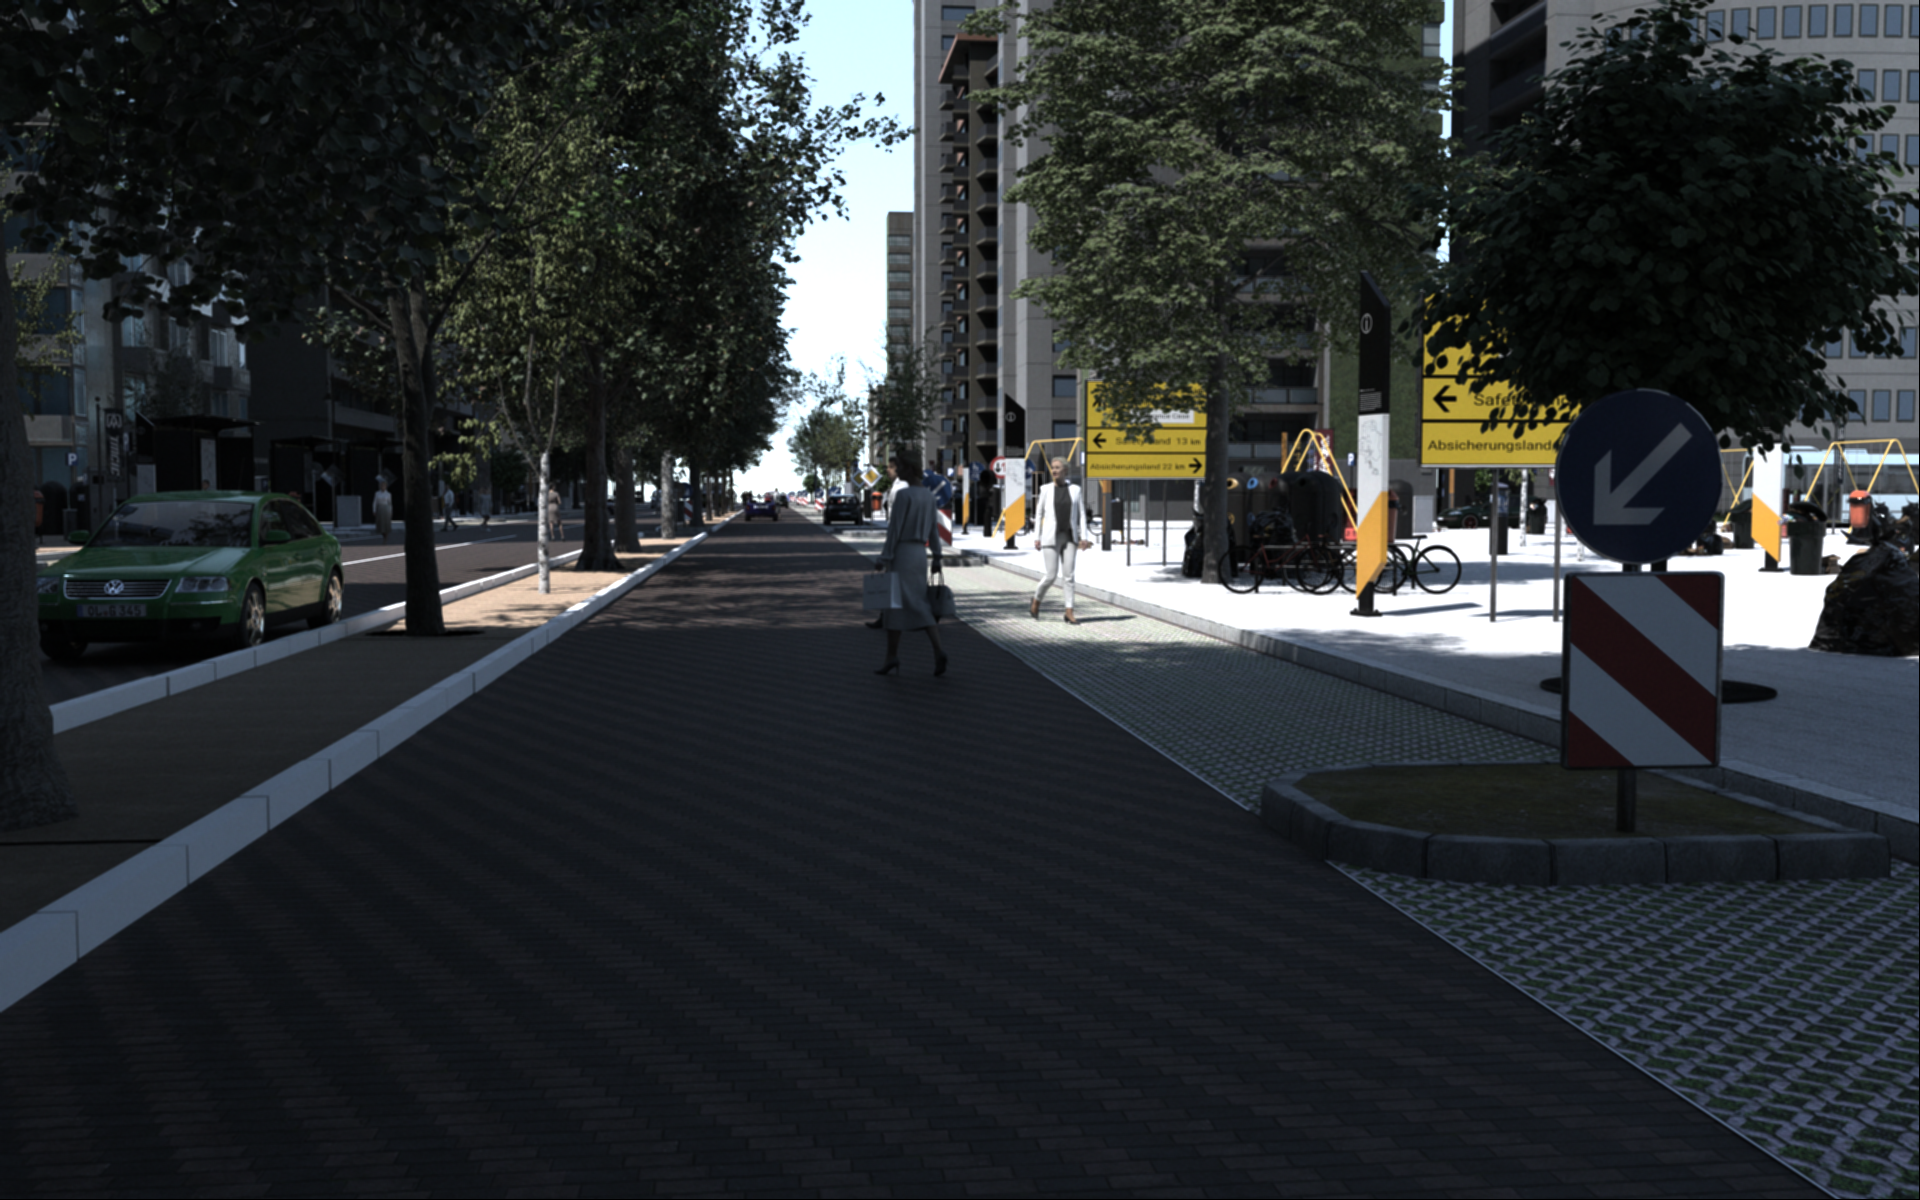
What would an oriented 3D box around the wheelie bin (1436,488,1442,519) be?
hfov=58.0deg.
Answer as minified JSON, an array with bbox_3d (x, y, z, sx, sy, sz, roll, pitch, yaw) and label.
[{"bbox_3d":[23.719,-4.762,85.774,0.980,1.594,0.693,-3,5,-45],"label":"wheelie bin"}]

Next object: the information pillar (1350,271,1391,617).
[{"bbox_3d":[4.305,-1.634,18.070,0.183,3.616,0.504,-1,4,-18],"label":"information pillar"}]

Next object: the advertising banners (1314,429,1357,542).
[{"bbox_3d":[10.479,-3.058,46.194,2.074,3.025,0.090,1,4,17],"label":"advertising banners"}]

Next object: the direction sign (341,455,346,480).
[{"bbox_3d":[-35.100,-6.562,99.290,0.876,3.537,0.379,1,4,20],"label":"direction sign"}]

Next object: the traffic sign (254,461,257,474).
[{"bbox_3d":[-23.621,-3.494,57.240,0.768,2.556,0.104,0,4,2],"label":"traffic sign"}]

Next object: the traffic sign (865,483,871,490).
[{"bbox_3d":[-5.292,-6.231,101.976,0.768,2.556,0.104,0,4,-3],"label":"traffic sign"}]

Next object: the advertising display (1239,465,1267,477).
[{"bbox_3d":[6.588,-2.067,39.005,0.123,1.923,0.974,3,5,43],"label":"advertising display"}]

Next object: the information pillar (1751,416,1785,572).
[{"bbox_3d":[13.327,-2.273,28.518,0.183,3.616,0.504,-3,4,-38],"label":"information pillar"}]

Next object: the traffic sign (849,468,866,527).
[{"bbox_3d":[-3.906,-3.892,67.282,0.795,2.450,0.064,0,4,-6],"label":"traffic sign"}]

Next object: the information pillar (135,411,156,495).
[{"bbox_3d":[-22.879,-3.505,48.669,0.504,3.616,0.183,0,4,-2],"label":"information pillar"}]

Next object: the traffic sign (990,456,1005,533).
[{"bbox_3d":[1.372,-3.524,57.726,0.768,2.556,0.104,0,4,-3],"label":"traffic sign"}]

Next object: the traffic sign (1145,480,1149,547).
[{"bbox_3d":[4.526,-2.553,41.844,0.768,2.556,0.104,0,4,3],"label":"traffic sign"}]

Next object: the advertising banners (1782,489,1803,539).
[{"bbox_3d":[23.850,-3.291,49.991,0.090,3.025,2.074,0,4,3],"label":"advertising banners"}]

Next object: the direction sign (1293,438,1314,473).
[{"bbox_3d":[13.859,-4.766,69.925,0.876,3.537,0.379,2,4,32],"label":"direction sign"}]

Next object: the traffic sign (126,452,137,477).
[{"bbox_3d":[-24.526,-3.159,51.754,0.768,2.556,0.104,0,4,-1],"label":"traffic sign"}]

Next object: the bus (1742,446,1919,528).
[{"bbox_3d":[37.758,-4.483,68.150,13.247,3.499,2.948,0,4,-6],"label":"bus"}]

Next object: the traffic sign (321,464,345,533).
[{"bbox_3d":[-20.778,-3.290,57.431,0.795,2.450,0.064,0,4,-6],"label":"traffic sign"}]

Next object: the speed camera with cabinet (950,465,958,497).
[{"bbox_3d":[-0.450,-7.715,120.472,0.660,3.252,2.038,0,4,3],"label":"speed camera with cabinet"}]

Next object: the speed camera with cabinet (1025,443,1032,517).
[{"bbox_3d":[3.168,-4.477,67.528,2.038,3.252,0.660,-2,4,-27],"label":"speed camera with cabinet"}]

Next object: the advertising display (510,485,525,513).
[{"bbox_3d":[-30.161,-6.896,117.961,0.974,1.923,0.123,-1,4,-15],"label":"advertising display"}]

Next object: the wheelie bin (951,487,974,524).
[{"bbox_3d":[0.068,-3.990,73.140,0.693,1.594,0.980,1,4,12],"label":"wheelie bin"}]

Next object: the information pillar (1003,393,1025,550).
[{"bbox_3d":[1.258,-2.979,40.053,0.504,3.616,0.183,0,4,6],"label":"information pillar"}]

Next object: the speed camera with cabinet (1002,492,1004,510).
[{"bbox_3d":[3.307,-7.163,111.447,2.038,3.252,0.660,-3,5,-44],"label":"speed camera with cabinet"}]

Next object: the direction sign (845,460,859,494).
[{"bbox_3d":[-7.150,-7.502,114.649,0.876,3.537,0.379,0,4,0],"label":"direction sign"}]

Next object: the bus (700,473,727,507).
[{"bbox_3d":[-27.012,-12.125,189.797,2.896,3.916,12.252,0,4,-8],"label":"bus"}]

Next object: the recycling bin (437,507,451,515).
[{"bbox_3d":[-31.730,-5.748,106.535,0.722,1.027,0.722,-2,4,-29],"label":"recycling bin"}]

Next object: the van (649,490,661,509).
[{"bbox_3d":[-30.102,-10.176,173.392,2.013,2.044,4.112,-1,4,-8],"label":"van"}]

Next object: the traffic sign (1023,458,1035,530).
[{"bbox_3d":[2.265,-3.724,60.991,0.768,2.556,0.104,0,4,-2],"label":"traffic sign"}]

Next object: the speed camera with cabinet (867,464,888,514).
[{"bbox_3d":[-5.363,-7.256,112.979,0.660,3.252,2.038,-2,4,-28],"label":"speed camera with cabinet"}]

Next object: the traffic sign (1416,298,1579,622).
[{"bbox_3d":[5.665,-1.431,17.272,2.265,3.308,0.079,0,4,-2],"label":"traffic sign"}]

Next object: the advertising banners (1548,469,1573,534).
[{"bbox_3d":[19.616,-3.618,55.341,0.090,3.025,2.074,-3,4,-36],"label":"advertising banners"}]

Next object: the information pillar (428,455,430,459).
[{"bbox_3d":[-29.814,-6.473,97.193,0.183,3.616,0.504,-2,4,-26],"label":"information pillar"}]

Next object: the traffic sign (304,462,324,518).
[{"bbox_3d":[-25.703,-4.209,68.921,0.768,2.556,0.104,0,4,-1],"label":"traffic sign"}]

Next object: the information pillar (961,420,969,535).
[{"bbox_3d":[0.183,-3.876,54.725,0.183,3.616,0.504,-1,4,-13],"label":"information pillar"}]

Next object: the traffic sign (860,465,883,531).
[{"bbox_3d":[-3.037,-3.407,59.344,0.795,2.450,0.064,0,4,-6],"label":"traffic sign"}]

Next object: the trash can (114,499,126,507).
[{"bbox_3d":[-22.373,-2.143,46.695,0.748,1.137,0.748,0,3,0],"label":"trash can"}]

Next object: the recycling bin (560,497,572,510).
[{"bbox_3d":[-31.643,-7.740,139.096,0.722,1.027,0.722,-3,5,-45],"label":"recycling bin"}]

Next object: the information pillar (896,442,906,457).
[{"bbox_3d":[-2.621,-5.289,77.824,0.504,3.616,0.183,2,4,26],"label":"information pillar"}]

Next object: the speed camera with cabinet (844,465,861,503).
[{"bbox_3d":[-7.459,-7.610,118.759,0.660,3.252,2.038,0,4,5],"label":"speed camera with cabinet"}]

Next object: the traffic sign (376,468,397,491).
[{"bbox_3d":[-21.647,-3.775,65.369,0.795,2.450,0.064,0,4,-6],"label":"traffic sign"}]

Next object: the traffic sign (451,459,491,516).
[{"bbox_3d":[-28.519,-6.550,100.971,2.265,3.308,0.079,0,4,-4],"label":"traffic sign"}]

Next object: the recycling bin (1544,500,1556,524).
[{"bbox_3d":[25.203,-3.751,73.890,0.722,1.027,0.722,1,4,9],"label":"recycling bin"}]

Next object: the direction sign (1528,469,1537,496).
[{"bbox_3d":[24.068,-4.954,72.996,0.876,3.537,0.379,-3,5,-43],"label":"direction sign"}]

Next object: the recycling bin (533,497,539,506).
[{"bbox_3d":[-33.420,-7.637,137.425,0.722,1.027,0.722,-3,5,-42],"label":"recycling bin"}]

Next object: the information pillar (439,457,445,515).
[{"bbox_3d":[-31.273,-6.919,104.484,0.504,3.616,0.183,3,5,41],"label":"information pillar"}]

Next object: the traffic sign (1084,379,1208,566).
[{"bbox_3d":[3.317,-2.251,30.670,2.265,3.308,0.079,0,4,-4],"label":"traffic sign"}]

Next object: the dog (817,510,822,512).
[{"bbox_3d":[-11.173,-7.334,136.744,0.800,0.831,0.513,-2,4,-30],"label":"dog"}]

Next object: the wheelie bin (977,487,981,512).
[{"bbox_3d":[0.521,-4.171,76.106,0.980,1.594,0.693,3,5,39],"label":"wheelie bin"}]

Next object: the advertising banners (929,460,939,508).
[{"bbox_3d":[-1.064,-5.788,90.824,0.090,3.025,2.074,2,4,33],"label":"advertising banners"}]

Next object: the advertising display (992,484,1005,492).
[{"bbox_3d":[2.602,-6.588,112.923,0.974,1.923,0.123,0,4,1],"label":"advertising display"}]

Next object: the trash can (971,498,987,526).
[{"bbox_3d":[0.793,-3.620,70.837,0.748,1.137,0.748,0,3,0],"label":"trash can"}]

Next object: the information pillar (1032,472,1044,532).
[{"bbox_3d":[2.606,-3.274,58.017,0.304,2.012,0.304,-2,4,-30],"label":"information pillar"}]

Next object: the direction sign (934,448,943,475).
[{"bbox_3d":[-0.996,-5.773,86.384,0.379,3.537,0.876,1,4,17],"label":"direction sign"}]
